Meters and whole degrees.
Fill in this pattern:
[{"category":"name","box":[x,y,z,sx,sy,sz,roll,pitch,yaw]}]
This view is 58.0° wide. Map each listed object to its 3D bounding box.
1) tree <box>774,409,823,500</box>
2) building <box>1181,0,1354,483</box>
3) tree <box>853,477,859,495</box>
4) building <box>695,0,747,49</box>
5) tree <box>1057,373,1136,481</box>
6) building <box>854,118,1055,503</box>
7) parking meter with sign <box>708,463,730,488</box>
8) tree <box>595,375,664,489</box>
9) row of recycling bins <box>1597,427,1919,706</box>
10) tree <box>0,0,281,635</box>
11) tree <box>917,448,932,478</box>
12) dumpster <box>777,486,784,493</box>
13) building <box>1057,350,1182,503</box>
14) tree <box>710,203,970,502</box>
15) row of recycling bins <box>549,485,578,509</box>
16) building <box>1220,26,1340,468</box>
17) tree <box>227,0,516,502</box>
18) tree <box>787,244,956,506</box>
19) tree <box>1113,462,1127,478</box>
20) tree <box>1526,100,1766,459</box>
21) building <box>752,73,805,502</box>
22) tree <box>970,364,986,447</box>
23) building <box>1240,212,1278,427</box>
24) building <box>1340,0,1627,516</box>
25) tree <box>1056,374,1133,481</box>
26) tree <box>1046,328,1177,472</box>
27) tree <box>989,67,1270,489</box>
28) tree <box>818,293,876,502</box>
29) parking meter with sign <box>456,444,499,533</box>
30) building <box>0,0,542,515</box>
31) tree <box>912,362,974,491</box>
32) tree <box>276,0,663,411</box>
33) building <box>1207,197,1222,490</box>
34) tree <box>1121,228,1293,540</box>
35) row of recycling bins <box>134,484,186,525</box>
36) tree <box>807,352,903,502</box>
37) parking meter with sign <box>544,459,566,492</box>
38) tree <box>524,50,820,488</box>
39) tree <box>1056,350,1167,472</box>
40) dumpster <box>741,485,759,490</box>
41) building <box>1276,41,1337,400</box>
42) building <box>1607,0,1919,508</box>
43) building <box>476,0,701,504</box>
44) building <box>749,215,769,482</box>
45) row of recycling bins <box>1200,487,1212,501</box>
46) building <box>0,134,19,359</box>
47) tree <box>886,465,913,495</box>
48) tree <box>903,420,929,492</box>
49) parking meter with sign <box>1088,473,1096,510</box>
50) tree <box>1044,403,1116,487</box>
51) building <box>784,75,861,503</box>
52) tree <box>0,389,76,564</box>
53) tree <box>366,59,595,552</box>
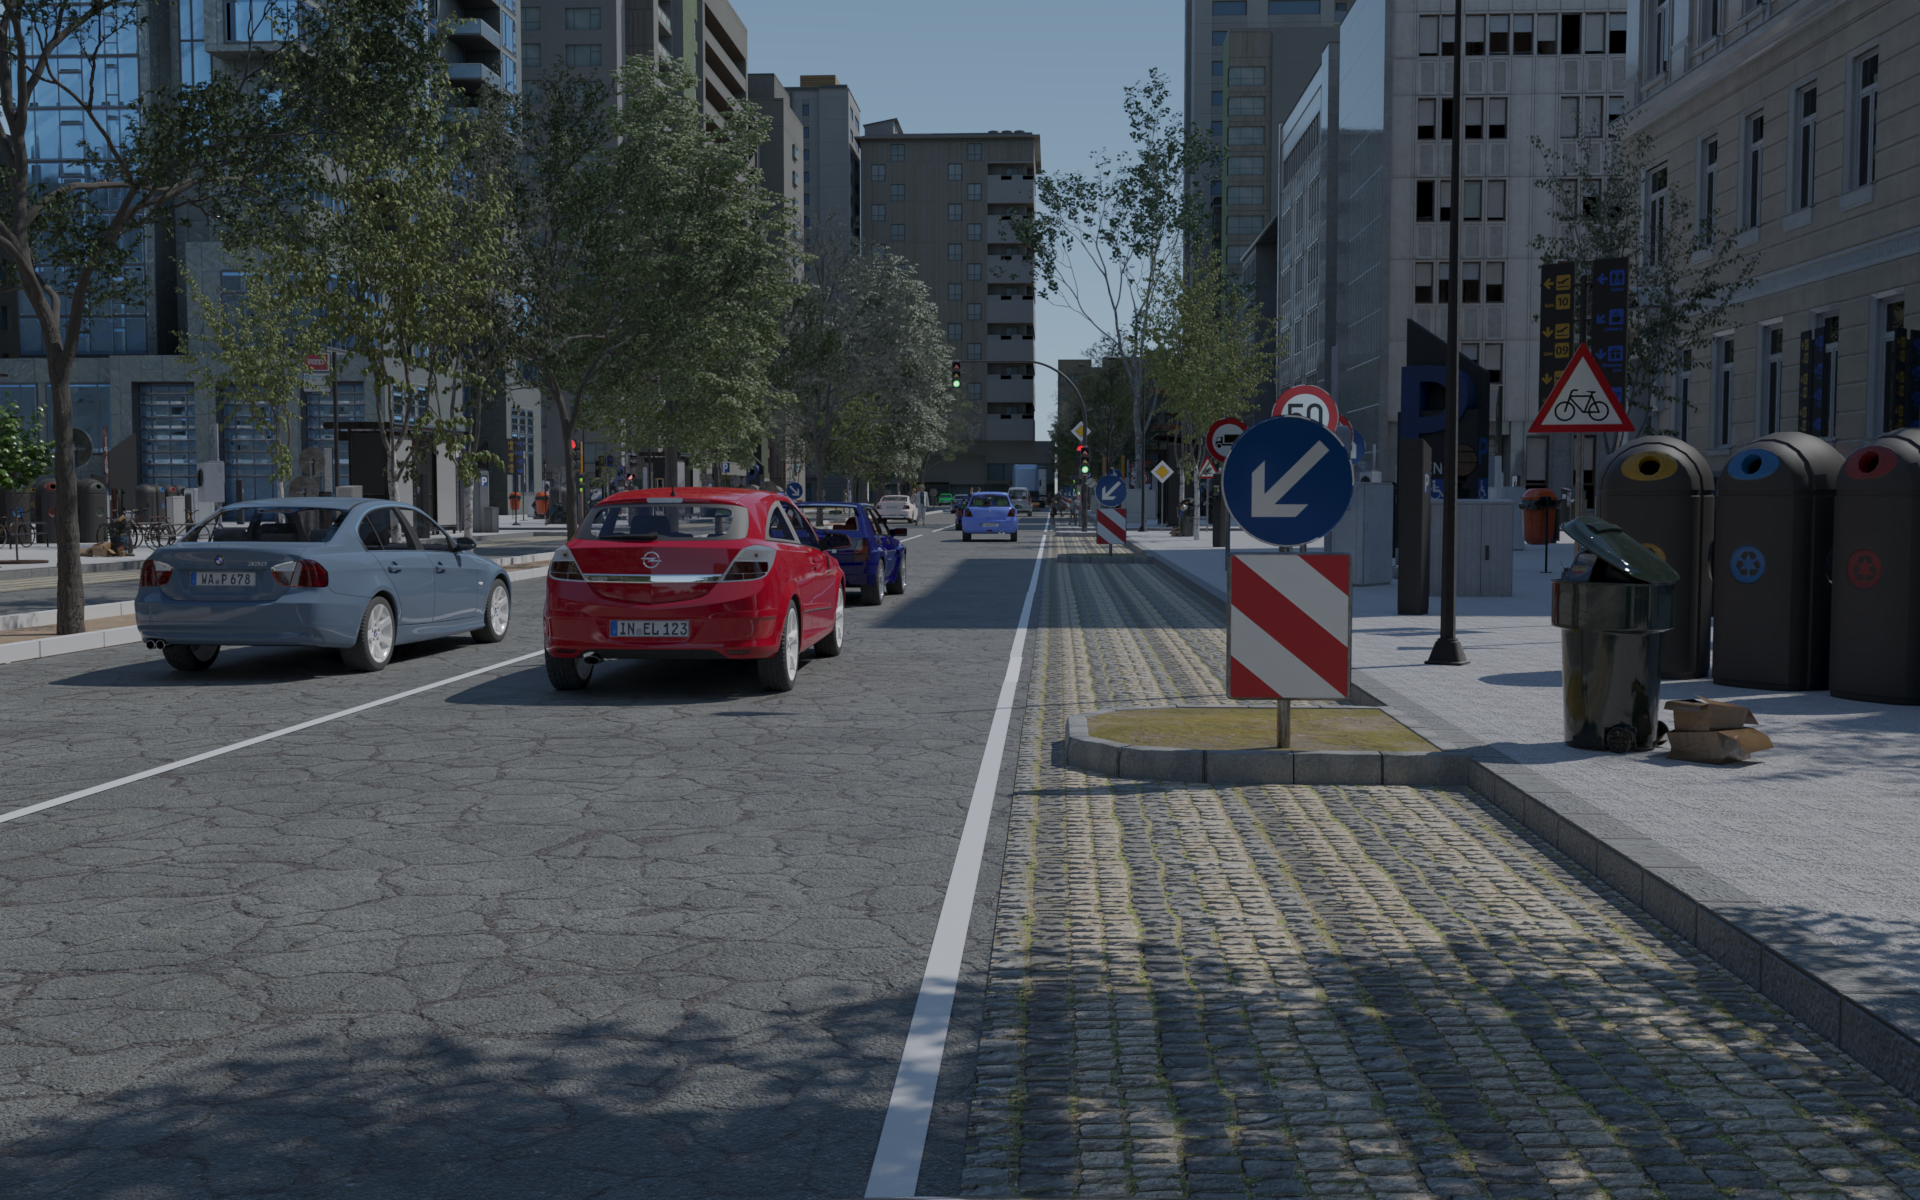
[{"category":"tree","box":[-12.112,-10.968,129.694,4.360,8.622,3.978,0,3,0]},{"category":"building","box":[35.091,-39.664,190.509,21.231,58.520,28.212,0,4,3]},{"category":"tree","box":[-10.293,-10.979,174.109,1.663,3.219,1.824,0,3,0]},{"category":"building","box":[-31.262,-32.478,154.709,21.300,48.544,21.600,0,4,3]},{"category":"tree","box":[12.739,-14.934,162.294,7.486,12.596,7.792,0,3,0]},{"category":"building","box":[0.055,-40.448,250.564,27.495,52.752,28.713,0,4,3]},{"category":"parking meter with sign","box":[-13.562,-6.084,95.728,0.543,3.016,1.738,3,5,42]},{"category":"tree","box":[-14.785,-7.742,76.941,4.737,8.622,4.395,0,3,0]},{"category":"row of recycling bins","box":[5.672,-0.251,11.212,1.069,1.692,3.534,-2,4,-31]},{"category":"tree","box":[-8.990,-4.939,17.625,8.767,10.594,7.601,0,4,3]},{"category":"tree","box":[-7.522,-17.307,217.375,8.767,10.594,7.601,-2,4,-25]},{"category":"dumpster","box":[-12.716,-6.846,117.683,1.264,1.857,1.865,0,4,3]},{"category":"building","box":[28.496,-24.683,248.610,28.899,21.520,27.650,0,4,3]},{"category":"tree","box":[-5.925,-9.792,72.932,12.009,13.543,11.850,0,3,0]},{"category":"row of recycling bins","box":[-18.723,-4.622,82.685,1.069,1.692,3.534,0,4,4]},{"category":"building","box":[30.384,-28.873,155.664,14.154,41.232,14.086,0,4,3]},{"category":"tree","box":[-7.900,-4.347,23.892,4.737,8.622,4.395,0,3,0]},{"category":"tree","box":[-5.027,-10.998,88.936,9.857,13.997,8.962,0,3,0]},{"category":"tree","box":[9.536,-6.716,104.400,1.663,3.219,1.824,0,3,0]},{"category":"tree","box":[12.504,-5.036,32.698,4.360,8.622,3.978,0,3,0]},{"category":"building","box":[-29.753,-35.102,197.625,21.600,48.544,21.300,0,4,3]},{"category":"tree","box":[-3.306,-12.476,116.807,12.009,13.543,11.850,0,3,0]},{"category":"building","box":[28.960,-18.749,125.614,14.314,24.678,30.058,0,4,3]},{"category":"building","box":[28.678,-16.092,81.128,19.932,24.808,12.078,0,4,3]},{"category":"tree","box":[12.076,-13.639,148.754,9.928,11.665,9.643,0,3,0]},{"category":"tree","box":[10.977,-13.304,127.884,12.009,13.543,11.850,0,3,0]},{"category":"tree","box":[7.692,-13.695,79.803,12.611,20.169,13.585,0,3,0]},{"category":"tree","box":[-7.267,-7.079,52.612,8.767,10.594,7.601,0,4,3]},{"category":"parking meter with sign","box":[-16.081,-3.755,57.656,1.738,3.016,0.543,2,4,32]},{"category":"building","box":[-36.797,-47.761,93.568,22.319,86.520,31.000,0,4,3]},{"category":"tree","box":[-2.751,-12.283,129.042,9.928,11.665,9.643,0,3,0]},{"category":"tree","box":[-7.872,-6.032,35.496,8.767,10.594,7.601,0,4,3]},{"category":"building","box":[31.214,-24.363,170.041,14.160,30.474,14.107,0,4,3]},{"category":"tree","box":[6.725,-5.970,47.975,4.737,8.622,4.395,0,3,0]},{"category":"row of recycling bins","box":[-33.777,-4.039,73.154,1.069,1.692,3.534,0,4,3]},{"category":"tree","box":[-5.205,-7.884,81.715,4.737,8.622,4.395,0,3,0]},{"category":"parking meter with sign","box":[-19.715,-5.478,85.819,1.738,3.016,0.543,-1,4,-13]},{"category":"tree","box":[-7.555,-7.605,44.927,7.486,12.596,7.792,0,3,0]},{"category":"tree","box":[9.859,-10.855,111.896,7.601,10.594,8.767,-1,4,-9]},{"category":"dumpster","box":[-13.169,-6.324,109.160,1.264,1.857,1.865,0,4,3]},{"category":"building","box":[25.726,-17.277,100.497,12.078,24.808,19.932,0,4,3]},{"category":"building","box":[22.899,-15.232,34.949,13.634,28.700,20.117,0,4,3]},{"category":"building","box":[-27.731,-27.222,128.672,14.154,41.232,14.086,0,4,3]},{"category":"building","box":[-27.193,-24.537,172.887,14.160,30.474,14.107,0,4,3]},{"category":"row of recycling bins","box":[15.056,-5.997,105.161,3.534,1.692,1.069,2,4,25]},{"category":"building","box":[-65.424,-15.192,93.421,28.899,21.520,27.650,0,4,3]},{"category":"tree","box":[-9.530,-13.866,161.125,7.601,10.594,8.767,-2,4,-27]},{"category":"tree","box":[-3.758,-9.445,107.249,4.737,8.622,4.395,0,3,0]},{"category":"parking meter with sign","box":[10.694,-8.763,139.541,0.543,3.016,1.738,-1,4,-23]},{"category":"tree","box":[15.518,-19.088,218.739,9.857,13.997,8.962,0,3,0]},{"category":"building","box":[-28.507,-43.142,247.376,28.212,58.520,21.231,0,4,3]},{"category":"tree","box":[-17.576,-2.287,32.000,1.663,3.219,1.824,0,3,0]},{"category":"tree","box":[-8.367,-4.690,29.504,4.360,8.622,3.978,0,3,0]}]
